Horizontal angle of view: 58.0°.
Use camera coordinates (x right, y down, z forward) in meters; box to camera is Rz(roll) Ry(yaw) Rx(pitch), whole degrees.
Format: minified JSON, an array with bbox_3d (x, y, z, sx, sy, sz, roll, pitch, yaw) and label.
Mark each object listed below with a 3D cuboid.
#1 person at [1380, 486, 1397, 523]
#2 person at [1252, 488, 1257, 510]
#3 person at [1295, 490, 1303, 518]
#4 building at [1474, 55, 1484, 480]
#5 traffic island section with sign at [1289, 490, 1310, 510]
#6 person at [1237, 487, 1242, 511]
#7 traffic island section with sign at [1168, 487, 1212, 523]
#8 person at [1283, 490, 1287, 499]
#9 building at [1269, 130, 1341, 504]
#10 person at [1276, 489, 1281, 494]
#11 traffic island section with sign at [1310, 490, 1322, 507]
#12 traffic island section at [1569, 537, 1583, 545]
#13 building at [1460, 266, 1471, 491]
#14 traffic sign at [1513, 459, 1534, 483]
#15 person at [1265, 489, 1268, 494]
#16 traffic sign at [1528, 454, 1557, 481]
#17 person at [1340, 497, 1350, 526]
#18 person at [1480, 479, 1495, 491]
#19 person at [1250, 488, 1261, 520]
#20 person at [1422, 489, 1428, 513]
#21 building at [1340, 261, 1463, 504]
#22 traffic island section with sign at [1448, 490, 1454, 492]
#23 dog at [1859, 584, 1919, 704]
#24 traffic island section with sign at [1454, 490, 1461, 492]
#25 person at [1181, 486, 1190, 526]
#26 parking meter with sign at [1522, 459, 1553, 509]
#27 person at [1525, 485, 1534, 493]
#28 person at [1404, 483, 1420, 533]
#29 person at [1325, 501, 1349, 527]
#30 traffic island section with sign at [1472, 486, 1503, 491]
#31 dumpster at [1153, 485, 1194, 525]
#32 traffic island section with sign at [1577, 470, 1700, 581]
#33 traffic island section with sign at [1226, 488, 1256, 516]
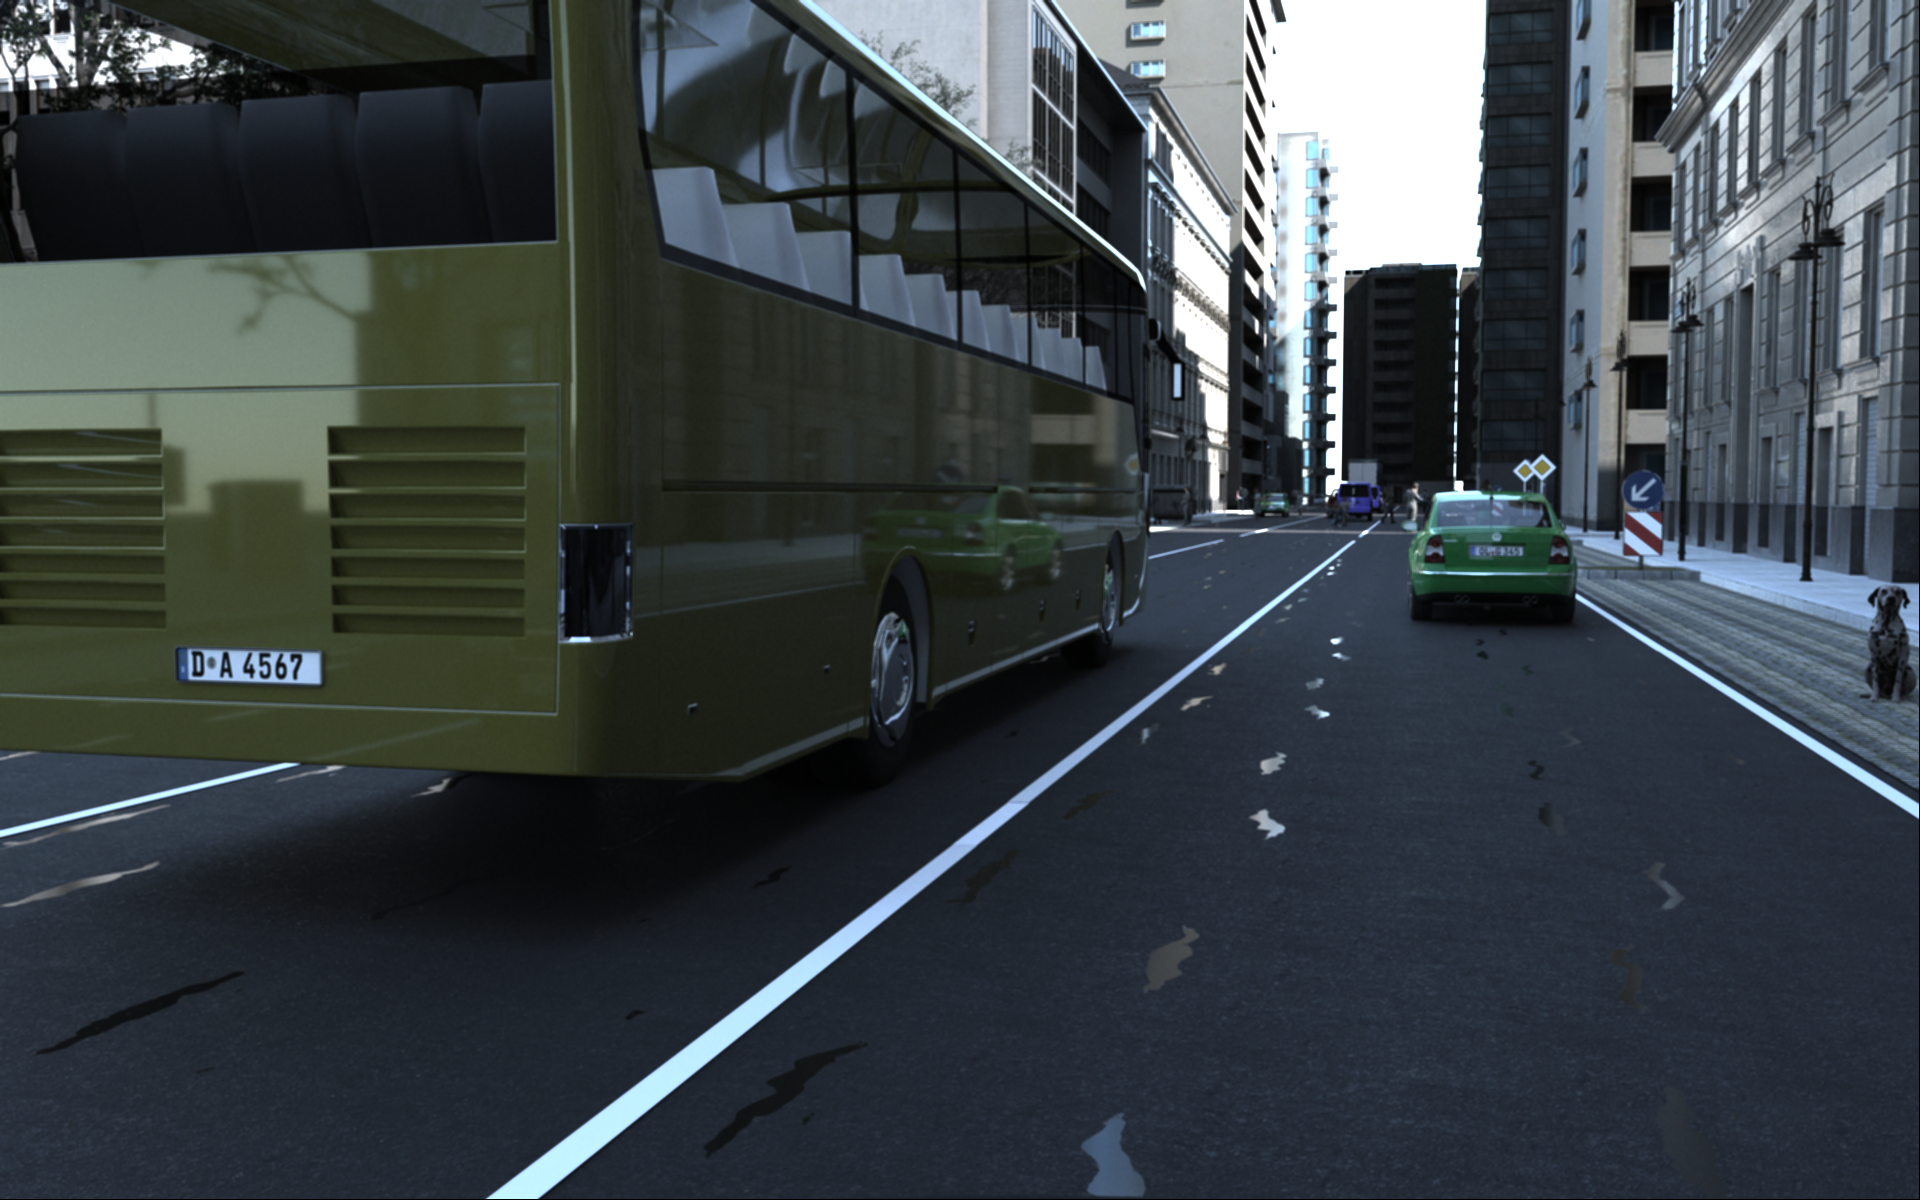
[{"bbox_3d":[20.950,-4.655,84.523,0.836,1.842,0.656,0,4,7],"label":"person"},{"bbox_3d":[24.366,-8.362,143.320,0.434,1.755,0.990,3,4,38],"label":"person"},{"bbox_3d":[20.251,-5.730,103.197,0.522,1.701,0.512,-3,5,-41],"label":"person"},{"bbox_3d":[58.495,-30.707,156.680,22.147,44.769,28.867,1,4,15],"label":"building"},{"bbox_3d":[30.946,-9.244,159.772,1.989,1.847,2.006,1,4,15],"label":"traffic island section with sign"},{"bbox_3d":[21.177,-7.633,130.847,0.555,1.821,0.388,-1,4,-17],"label":"person"},{"bbox_3d":[11.349,-4.679,85.137,1.989,1.847,2.006,1,4,15],"label":"traffic island section with sign"},{"bbox_3d":[33.494,-10.503,178.440,0.621,1.740,0.551,1,4,15],"label":"person"},{"bbox_3d":[34.601,-37.276,229.071,30.456,49.044,23.786,1,4,15],"label":"building"},{"bbox_3d":[33.825,-10.892,184.061,1.348,1.831,0.705,2,4,27],"label":"person"},{"bbox_3d":[37.954,-10.878,186.489,1.989,1.847,2.006,1,4,15],"label":"traffic island section with sign"},{"bbox_3d":[16.814,-1.696,50.012,2.009,0.180,2.903,1,4,15],"label":"traffic island section"},{"bbox_3d":[69.228,-27.161,215.786,14.107,30.474,14.160,1,4,15],"label":"building"},{"bbox_3d":[18.817,-3.393,57.660,0.795,2.593,0.064,1,4,15],"label":"traffic sign"},{"bbox_3d":[32.874,-10.971,185.548,0.705,1.807,1.348,0,4,-3],"label":"person"},{"bbox_3d":[16.790,-2.920,49.936,0.795,2.593,0.064,1,4,15],"label":"traffic sign"},{"bbox_3d":[17.286,-3.981,77.859,0.475,1.303,0.640,1,4,13],"label":"person"},{"bbox_3d":[12.245,-1.942,40.491,0.529,1.795,0.600,-3,4,-36],"label":"person"},{"bbox_3d":[16.200,-5.242,94.784,0.524,1.755,0.480,-3,4,-36],"label":"person"},{"bbox_3d":[35.040,-7.447,130.445,0.473,1.802,0.592,2,4,24],"label":"person"},{"bbox_3d":[55.393,-27.336,218.640,14.107,30.474,14.160,1,4,15],"label":"building"},{"bbox_3d":[51.821,-10.682,183.279,1.989,1.847,2.006,1,4,15],"label":"traffic island section with sign"},{"bbox_3d":[6.533,0.298,11.956,0.800,0.831,0.513,-1,4,-17],"label":"dog"},{"bbox_3d":[32.060,-6.078,108.007,1.989,1.847,2.006,1,4,15],"label":"traffic island section with sign"},{"bbox_3d":[9.933,-4.162,76.817,0.573,1.790,0.520,-2,4,-25],"label":"person"},{"bbox_3d":[28.591,-5.467,85.643,0.543,3.016,1.738,-2,4,-26],"label":"parking meter with sign"},{"bbox_3d":[27.447,-4.690,83.565,0.563,1.720,0.643,3,4,39],"label":"person"},{"bbox_3d":[16.810,-3.431,64.398,0.447,1.846,0.655,-3,4,-38],"label":"person"},{"bbox_3d":[16.691,-3.810,76.287,1.012,1.151,0.738,2,4,31],"label":"person"},{"bbox_3d":[25.209,-4.484,81.934,1.989,1.847,2.006,1,4,15],"label":"traffic island section with sign"},{"bbox_3d":[9.916,-4.428,80.615,1.865,1.857,1.264,1,4,16],"label":"dumpster"},{"bbox_3d":[11.480,-1.287,29.663,1.989,1.847,2.006,1,4,15],"label":"traffic island section with sign"},{"bbox_3d":[18.201,-6.274,111.210,1.989,1.847,2.006,1,4,15],"label":"traffic island section with sign"}]
